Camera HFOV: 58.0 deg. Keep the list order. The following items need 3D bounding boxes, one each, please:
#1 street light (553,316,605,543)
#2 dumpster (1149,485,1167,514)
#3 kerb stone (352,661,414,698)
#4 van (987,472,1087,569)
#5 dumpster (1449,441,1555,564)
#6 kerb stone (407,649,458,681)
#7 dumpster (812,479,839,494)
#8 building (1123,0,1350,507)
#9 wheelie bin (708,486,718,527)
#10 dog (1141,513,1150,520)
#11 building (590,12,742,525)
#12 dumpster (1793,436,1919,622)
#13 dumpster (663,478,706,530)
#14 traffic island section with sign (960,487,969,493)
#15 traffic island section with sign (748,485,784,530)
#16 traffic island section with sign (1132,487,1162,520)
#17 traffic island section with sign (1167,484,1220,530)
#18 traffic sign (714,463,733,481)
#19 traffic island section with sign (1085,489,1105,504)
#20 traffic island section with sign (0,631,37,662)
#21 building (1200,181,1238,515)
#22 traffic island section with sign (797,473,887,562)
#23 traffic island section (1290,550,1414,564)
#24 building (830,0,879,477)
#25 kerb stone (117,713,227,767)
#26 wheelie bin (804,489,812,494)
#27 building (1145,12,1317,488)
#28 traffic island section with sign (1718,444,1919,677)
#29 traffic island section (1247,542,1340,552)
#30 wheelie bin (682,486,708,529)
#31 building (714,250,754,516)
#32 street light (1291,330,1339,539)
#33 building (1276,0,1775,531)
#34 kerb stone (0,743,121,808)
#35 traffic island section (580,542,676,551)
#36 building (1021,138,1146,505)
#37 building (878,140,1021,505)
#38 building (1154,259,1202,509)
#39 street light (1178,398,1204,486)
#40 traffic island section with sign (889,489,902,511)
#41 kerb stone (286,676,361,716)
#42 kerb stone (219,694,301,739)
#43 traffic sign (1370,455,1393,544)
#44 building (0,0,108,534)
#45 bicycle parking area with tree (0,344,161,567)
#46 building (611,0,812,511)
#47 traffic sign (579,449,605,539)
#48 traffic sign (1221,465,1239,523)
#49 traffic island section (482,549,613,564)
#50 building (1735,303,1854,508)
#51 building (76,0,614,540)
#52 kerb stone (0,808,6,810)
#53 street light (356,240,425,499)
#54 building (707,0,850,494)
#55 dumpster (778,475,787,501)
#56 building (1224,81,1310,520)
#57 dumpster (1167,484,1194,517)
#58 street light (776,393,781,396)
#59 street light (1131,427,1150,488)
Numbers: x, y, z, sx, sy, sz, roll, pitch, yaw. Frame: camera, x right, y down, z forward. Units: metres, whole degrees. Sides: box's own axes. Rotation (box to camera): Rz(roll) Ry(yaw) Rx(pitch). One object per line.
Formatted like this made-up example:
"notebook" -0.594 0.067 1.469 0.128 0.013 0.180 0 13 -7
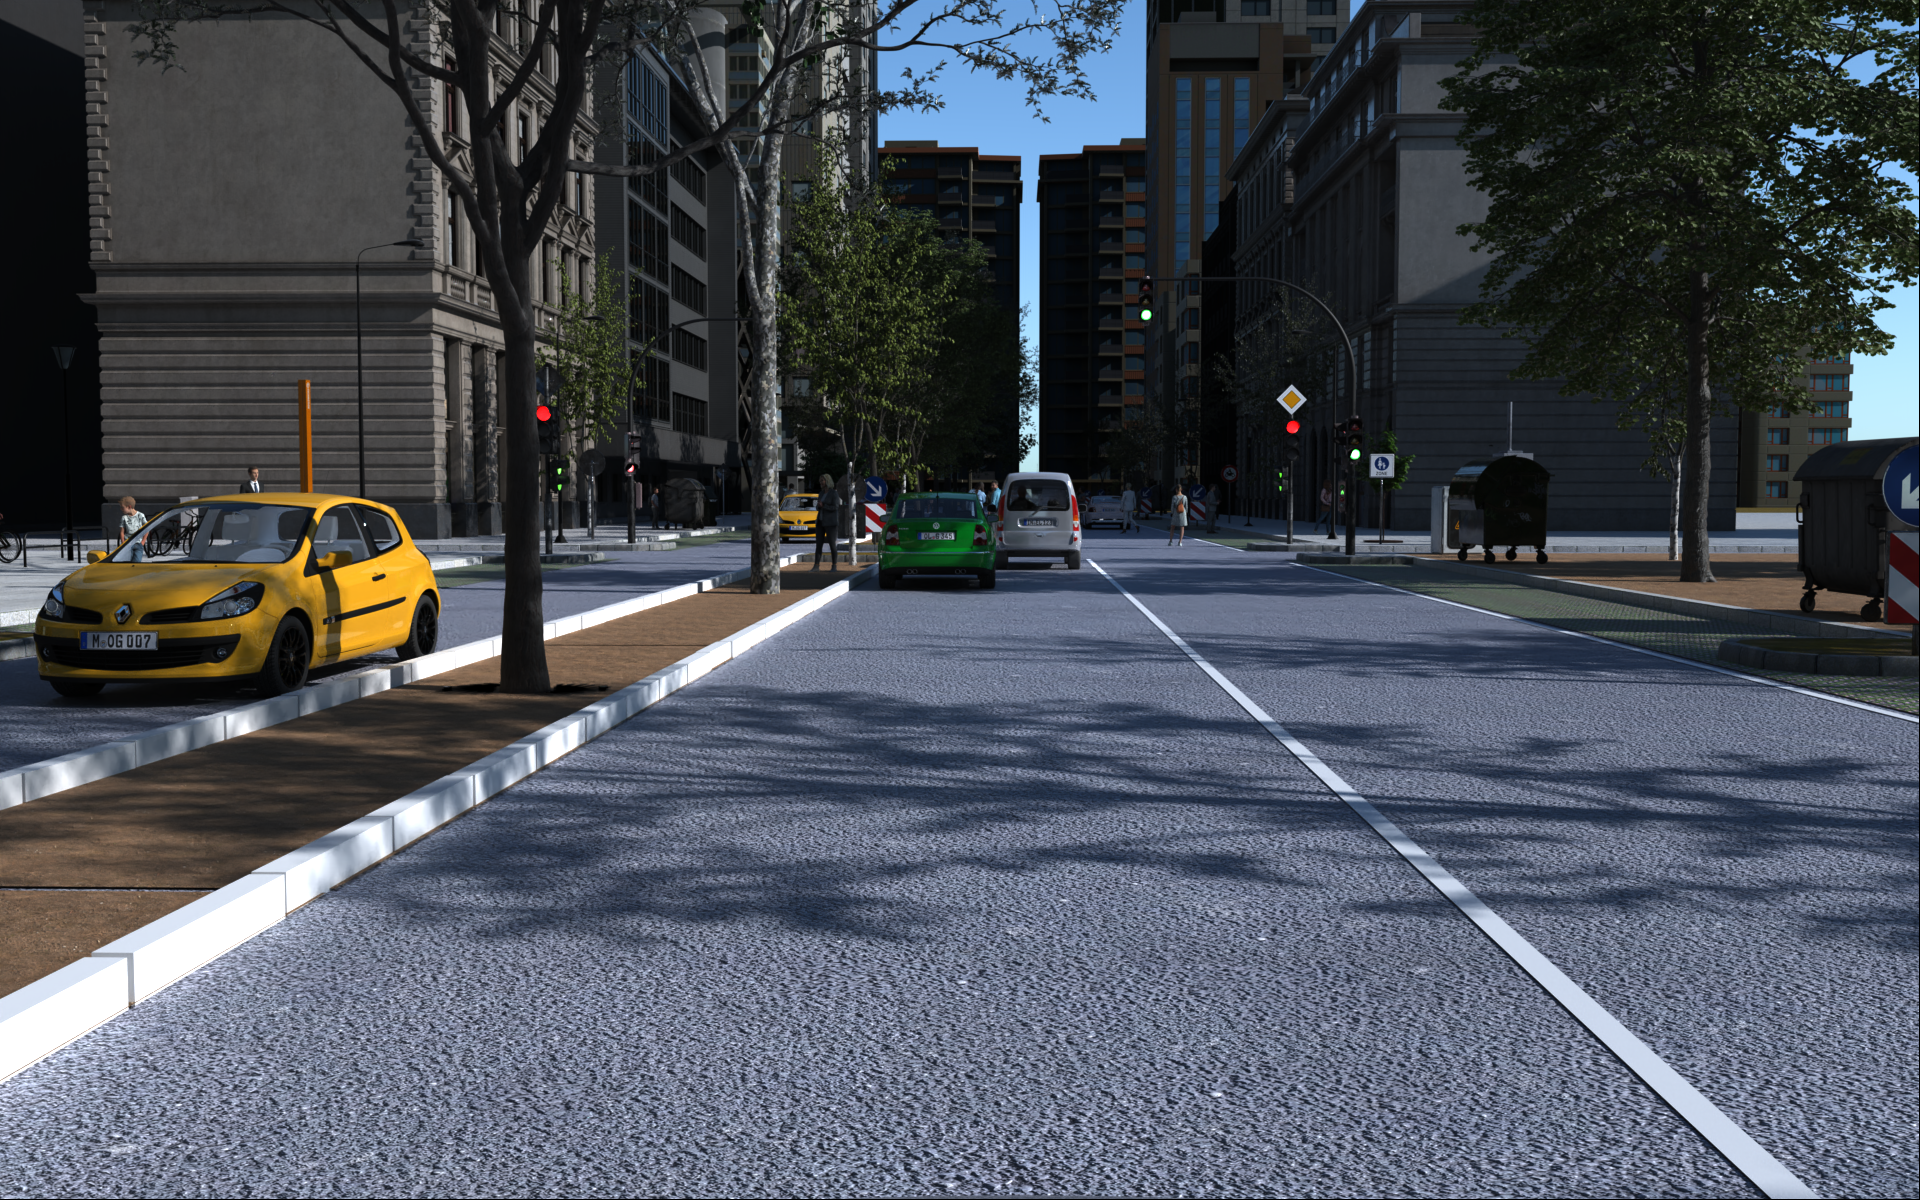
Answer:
"street light" -9.942 -4.447 45.250 1.470 5.913 1.316 0 4 2
"dumpster" 12.738 -6.456 111.315 1.264 1.857 1.865 0 4 2
"kerb stone" -4.228 0.587 12.597 0.120 0.150 1.000 0 4 2
"van" 1.528 -1.671 34.333 2.013 2.044 4.112 0 4 2
"dumpster" 10.144 -1.832 32.453 1.502 2.255 1.985 0 4 2
"kerb stone" -4.193 0.524 13.621 0.120 0.150 1.000 0 4 2
"dumpster" -6.891 -5.349 92.414 1.985 2.255 1.502 0 4 4
"building" 27.984 -45.330 179.398 20.563 71.187 20.611 0 4 2
"wheelie bin" -10.049 -3.706 68.495 0.693 1.594 0.980 2 4 25
"dog" 10.074 -4.550 94.593 0.748 0.427 0.550 0 4 4
"building" -19.792 -16.095 82.226 14.314 24.678 30.058 0 4 2
"dumpster" 9.655 -0.747 17.969 1.264 1.857 1.865 0 4 2
"dumpster" -9.943 -3.465 62.417 1.264 1.857 1.865 0 4 2
"traffic island section with sign" 0.268 -6.815 119.558 2.006 1.907 1.989 0 4 2
"traffic island section with sign" -7.425 -3.745 69.862 1.989 1.847 2.006 0 4 2
"traffic island section with sign" 10.149 -5.343 95.984 1.989 1.847 2.006 0 4 2
"traffic island section with sign" 9.285 -3.695 69.042 1.989 1.847 2.006 0 4 2
"traffic sign" -9.997 -4.488 73.112 0.795 2.593 0.064 0 4 5
"traffic island section with sign" 11.766 -8.412 146.158 1.989 1.847 2.006 0 4 2
"traffic island section with sign" -9.183 -0.399 15.148 1.989 1.847 2.006 0 4 2
"building" 22.462 -17.209 111.044 12.332 23.373 15.834 0 4 2
"traffic island section with sign" -2.383 -1.769 37.054 2.006 1.907 1.989 0 4 2
"traffic island section" 8.227 -0.868 36.476 2.009 0.180 2.903 0 4 2
"building" -19.559 -45.508 182.307 20.611 71.187 20.563 0 4 2
"kerb stone" -4.331 0.776 9.513 0.120 0.150 1.000 0 4 2
"wheelie bin" -8.906 -5.806 102.838 0.980 1.594 0.693 1 4 11
"building" 24.972 -31.360 162.838 14.600 45.320 14.200 0 4 2
"traffic island section with sign" 7.523 -0.355 14.436 1.989 1.847 2.006 0 4 2
"traffic island section" 8.484 -1.356 44.457 2.009 0.180 2.903 0 4 2
"wheelie bin" -10.040 -3.468 64.609 0.693 1.594 0.980 -2 4 -35
"building" -20.367 -14.618 106.463 16.820 18.784 16.811 0 4 2
"street light" 10.068 -4.685 49.142 1.470 5.913 1.316 0 4 2
"building" 21.352 -14.017 70.974 13.314 21.916 24.055 0 4 2
"kerb stone" -4.357 0.843 8.492 0.120 0.150 1.000 0 4 2
"traffic island section" -8.549 -1.390 45.007 2.009 0.180 2.903 0 4 2
"building" 22.400 -34.330 215.921 28.867 44.769 22.147 0 4 2
"building" -6.622 -34.421 217.412 28.867 44.769 22.147 0 4 2
"building" 30.966 -18.154 141.853 27.650 21.520 28.899 0 4 2
"street light" 11.287 -6.830 84.204 1.470 5.913 1.316 0 4 2
"traffic island section with sign" -4.950 -8.445 146.703 1.989 1.847 2.006 0 4 2
"kerb stone" -4.264 0.651 11.564 0.120 0.150 1.000 0 4 2
"kerb stone" -4.293 0.717 10.535 0.120 0.150 1.000 0 4 2
"traffic sign" 10.769 -2.578 44.286 0.606 2.300 0.079 0 4 7
"building" -42.590 -15.985 54.861 24.014 27.812 14.314 0 4 2
"bicycle parking area with tree" -19.716 -2.846 33.539 8.231 4.147 9.016 1 4 15
"building" -26.749 -26.933 132.233 32.217 40.220 23.993 0 4 2
"traffic sign" -10.428 -2.997 49.100 0.768 2.556 0.104 0 4 7
"traffic sign" 11.777 -4.621 75.652 0.768 2.556 0.104 0 4 5
"traffic island section" -8.805 -0.902 37.026 2.009 0.180 2.903 0 4 2
"building" 69.581 -20.267 176.410 28.899 21.520 27.650 0 4 2
"building" -19.152 -13.969 57.277 11.050 23.489 19.941 0 4 2
"kerb stone" -4.387 0.901 7.464 0.120 0.150 1.000 0 4 2
"street light" -10.469 -3.623 31.783 1.470 5.913 1.316 0 4 2
"building" -24.406 -34.760 157.557 28.713 52.752 27.495 0 4 2
"dumpster" -9.348 -5.077 85.503 1.502 2.255 1.985 0 4 2
"building" 20.860 -16.156 93.036 11.050 23.489 19.941 0 4 2
"dumpster" 12.294 -5.496 95.613 1.264 1.857 1.865 0 4 2
"street light" -8.916 -6.556 79.729 1.470 5.913 1.316 0 4 2
"street light" 12.502 -8.982 119.399 1.470 5.913 1.316 0 4 2
